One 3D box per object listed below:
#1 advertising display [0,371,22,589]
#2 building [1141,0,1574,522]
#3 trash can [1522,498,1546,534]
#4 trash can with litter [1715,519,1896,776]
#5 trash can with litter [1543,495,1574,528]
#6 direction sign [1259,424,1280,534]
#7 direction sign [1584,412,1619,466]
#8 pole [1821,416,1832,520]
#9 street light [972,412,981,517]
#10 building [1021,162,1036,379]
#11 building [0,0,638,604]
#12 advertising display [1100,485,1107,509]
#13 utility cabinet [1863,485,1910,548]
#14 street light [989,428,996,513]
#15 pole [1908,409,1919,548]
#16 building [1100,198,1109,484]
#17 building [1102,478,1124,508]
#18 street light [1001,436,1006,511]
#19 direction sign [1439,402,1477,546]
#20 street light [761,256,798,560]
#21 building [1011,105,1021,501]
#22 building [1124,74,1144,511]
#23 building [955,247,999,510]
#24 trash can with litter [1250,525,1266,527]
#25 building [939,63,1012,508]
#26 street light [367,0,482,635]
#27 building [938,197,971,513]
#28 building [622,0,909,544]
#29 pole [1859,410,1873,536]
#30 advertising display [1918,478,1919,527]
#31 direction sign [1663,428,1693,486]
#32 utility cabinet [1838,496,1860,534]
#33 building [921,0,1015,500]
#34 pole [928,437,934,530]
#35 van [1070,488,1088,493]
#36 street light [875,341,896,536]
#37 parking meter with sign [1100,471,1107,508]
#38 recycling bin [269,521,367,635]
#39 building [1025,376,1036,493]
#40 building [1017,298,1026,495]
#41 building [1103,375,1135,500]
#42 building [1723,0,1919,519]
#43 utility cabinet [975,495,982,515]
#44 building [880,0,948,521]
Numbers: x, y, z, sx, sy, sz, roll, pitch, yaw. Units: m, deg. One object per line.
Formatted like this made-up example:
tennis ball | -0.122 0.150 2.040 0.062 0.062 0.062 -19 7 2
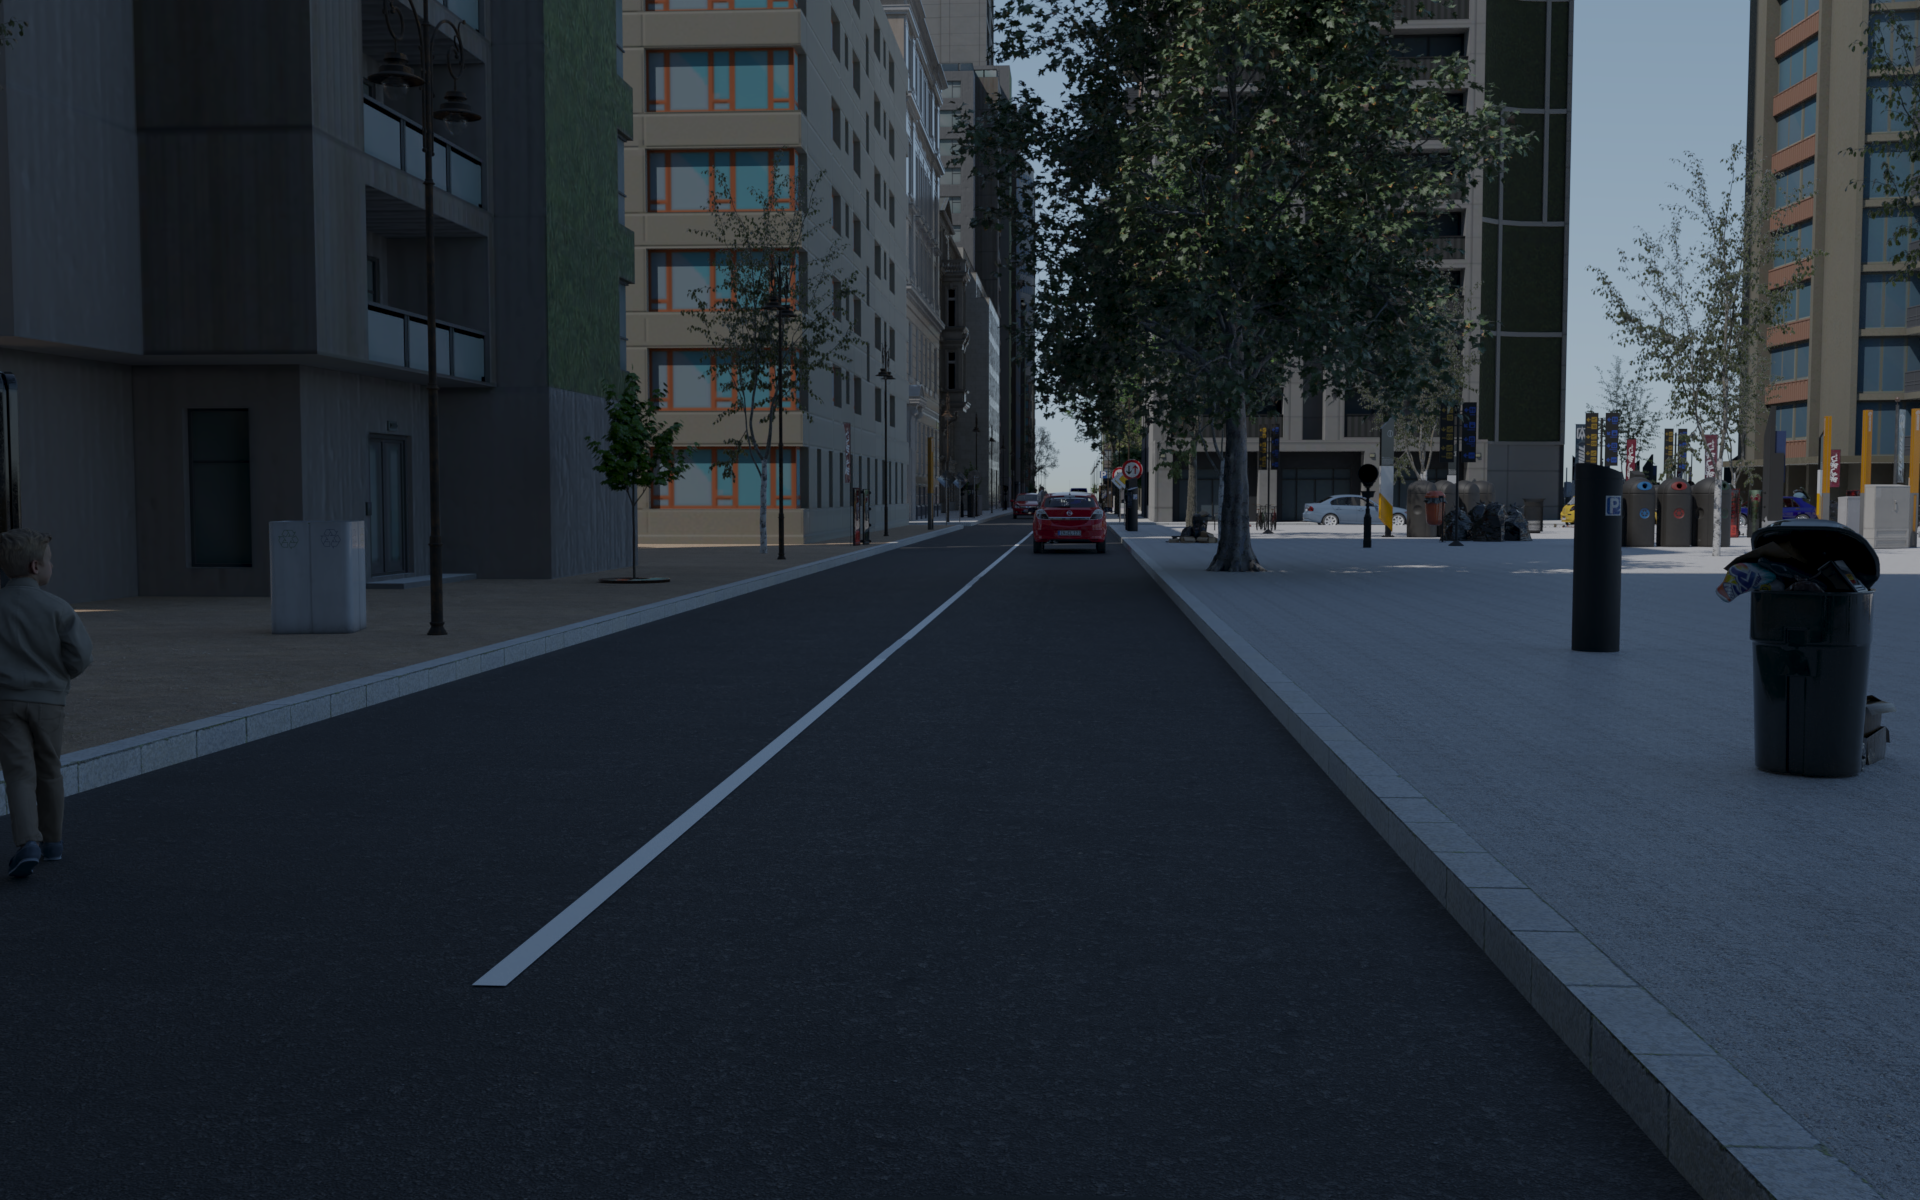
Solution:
advertising display | -5.329 -0.252 9.330 0.974 1.923 0.123 3 4 38
building | 19.836 -39.629 86.189 20.611 71.187 20.563 0 4 4
trash can | 18.710 -2.743 56.497 0.748 1.137 0.748 0 3 0
trash can with litter | 4.034 0.195 8.193 0.624 1.170 1.055 3 5 39
trash can with litter | 23.516 -3.385 66.395 2.233 1.210 1.678 1 4 14
direction sign | 9.987 -3.915 56.013 0.379 3.537 0.876 -3 4 -37
direction sign | 17.842 -3.439 48.227 0.876 3.537 0.379 1 4 13
pole | 22.698 -3.152 45.386 0.158 3.312 0.155 0 3 0
street light | 0.928 -7.641 97.726 0.468 5.910 1.993 0 4 4
building | 2.022 -46.126 296.152 21.231 58.520 28.212 0 4 4
building | -13.266 -20.796 23.613 14.154 41.232 14.086 0 4 4
advertising display | 10.447 -7.400 126.203 0.123 1.923 0.974 2 4 28
utility cabinet | 21.713 -1.950 40.564 1.173 1.500 0.318 -2 4 -25
street light | 2.141 -8.763 116.067 0.468 5.910 1.993 0 4 4
pole | 22.833 -2.911 41.444 0.158 3.312 0.155 0 3 0
building | 37.859 -43.290 297.033 28.713 52.752 27.495 0 4 4
building | 31.957 -30.473 190.108 32.217 40.220 23.993 0 4 4
street light | 3.347 -9.876 134.259 0.468 5.910 1.993 0 4 4
direction sign | 12.271 -3.103 42.729 0.876 3.537 0.379 0 4 5
street light | -3.502 -3.732 33.804 0.468 5.910 1.993 0 4 4
building | -0.304 -33.349 195.371 14.600 45.320 14.200 0 4 4
building | 23.762 -29.485 136.706 22.147 44.769 28.867 0 4 4
building | -2.349 -17.623 142.888 10.420 20.320 16.860 0 4 4
trash can with litter | 11.094 -3.482 67.990 2.233 1.210 1.678 0 4 -8
building | -2.498 -29.190 160.857 14.154 41.232 14.086 0 4 4
street light | -4.767 -2.619 15.615 0.468 5.910 1.993 0 4 4
building | -6.594 -18.236 117.241 14.460 24.649 34.723 0 4 4
building | -17.464 -13.037 58.194 28.899 21.520 27.650 0 4 4
pole | 22.035 -2.953 42.132 0.158 3.312 0.155 0 3 0
advertising display | 37.886 -3.864 68.396 0.123 1.923 0.974 2 4 32
direction sign | 24.669 -4.146 59.779 0.876 3.537 0.379 -1 4 -12
utility cabinet | 24.301 -2.198 47.097 1.020 1.237 0.306 -2 4 -29
building | -4.745 -45.212 177.470 20.563 71.187 20.611 0 4 4
pole | -1.054 -4.179 62.174 0.158 3.312 0.155 0 3 0
van | 11.810 -10.300 172.793 2.240 2.365 5.245 0 4 3
street light | -2.249 -4.880 52.568 0.468 5.910 1.993 0 4 4
parking meter with sign | 10.932 -8.277 131.594 0.543 3.016 1.738 0 4 7
recycling bin | -5.988 -0.222 16.177 0.722 1.027 0.722 -1 4 -8
building | -2.459 -25.892 268.367 27.650 21.520 28.899 0 4 4
building | 2.119 -29.026 246.270 14.160 30.474 14.107 0 4 4
building | 27.525 -34.526 248.090 14.154 41.232 14.086 0 4 4
building | 54.237 -26.408 86.397 28.867 44.769 22.147 0 4 4
utility cabinet | 1.017 -5.824 106.390 0.306 1.237 1.020 -2 4 -26
building | -7.983 -18.586 89.780 13.634 28.700 20.117 0 4 4
